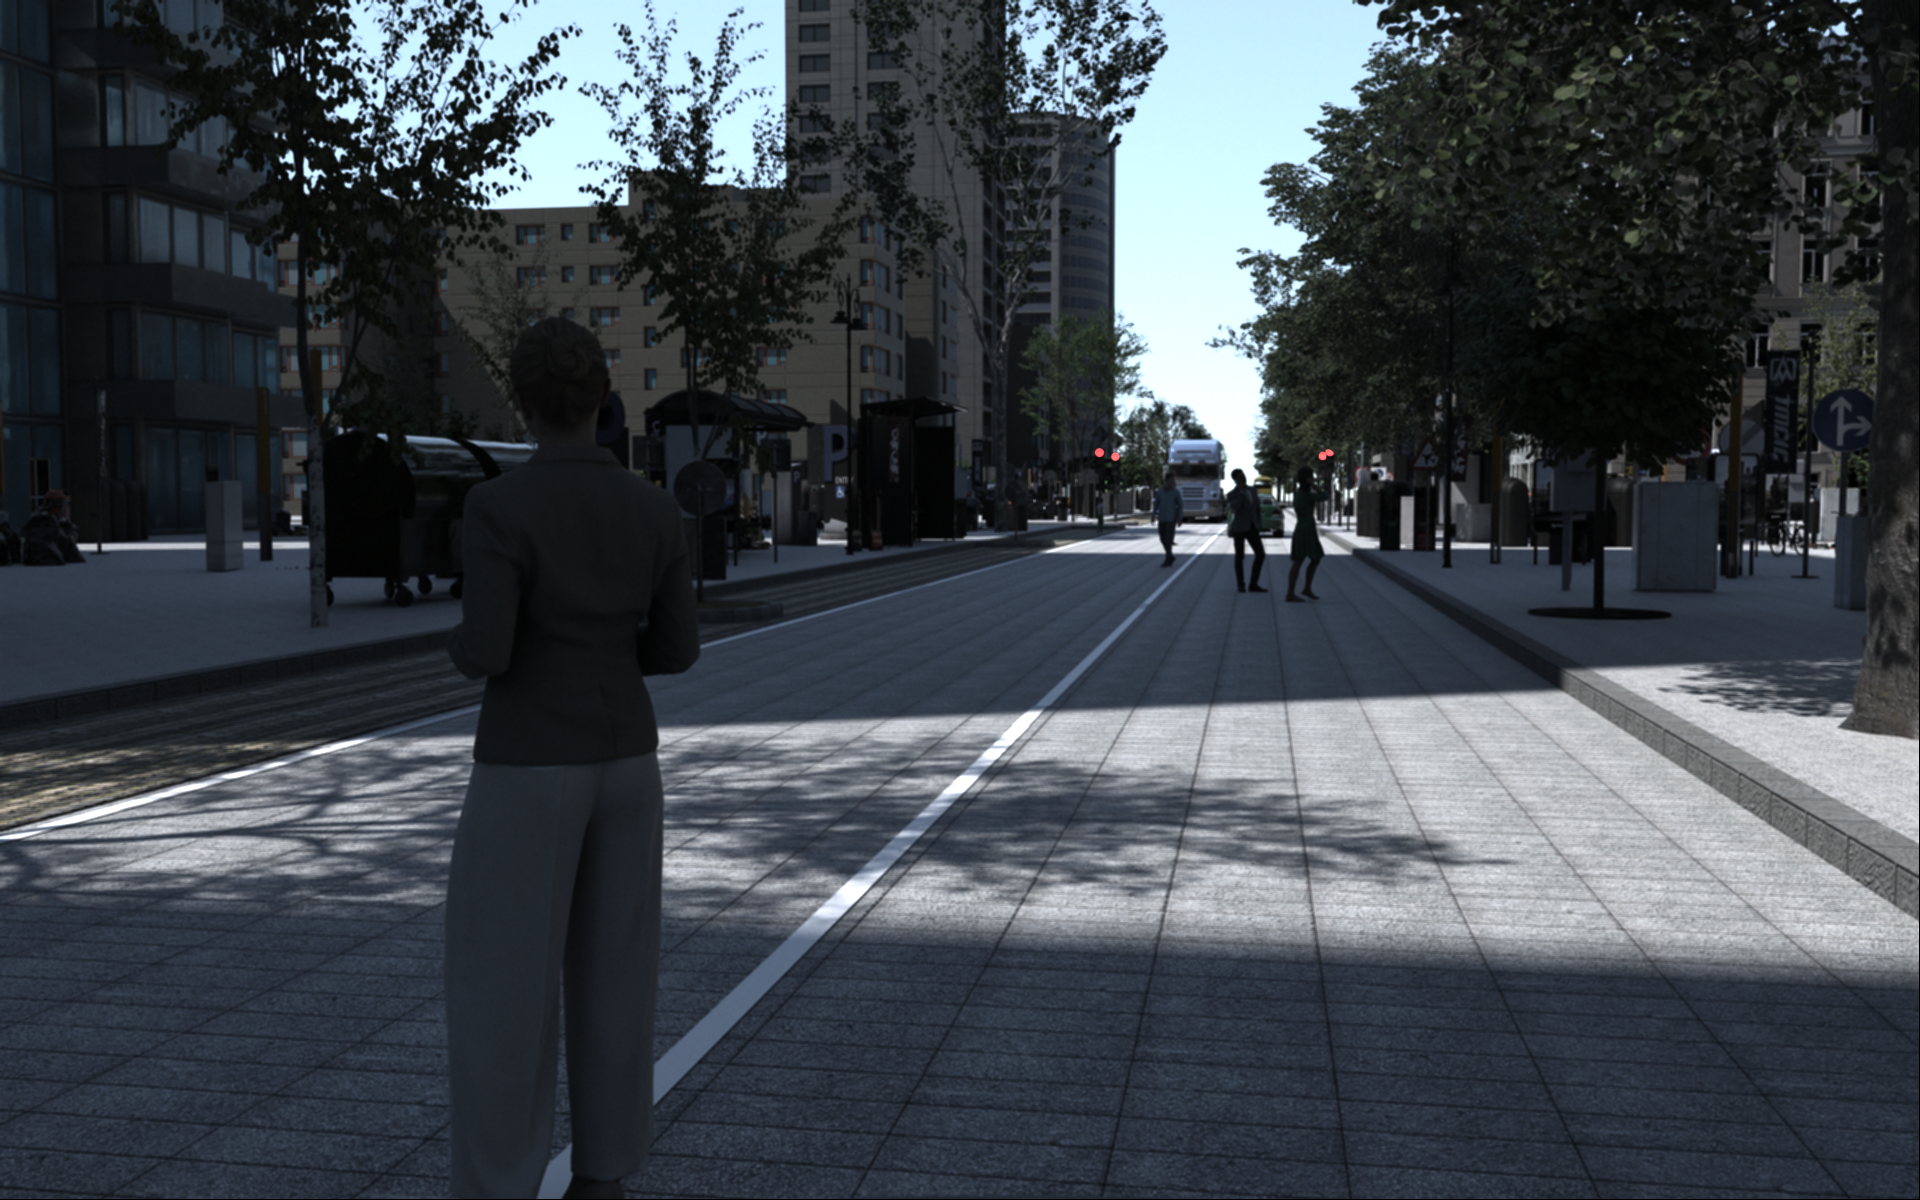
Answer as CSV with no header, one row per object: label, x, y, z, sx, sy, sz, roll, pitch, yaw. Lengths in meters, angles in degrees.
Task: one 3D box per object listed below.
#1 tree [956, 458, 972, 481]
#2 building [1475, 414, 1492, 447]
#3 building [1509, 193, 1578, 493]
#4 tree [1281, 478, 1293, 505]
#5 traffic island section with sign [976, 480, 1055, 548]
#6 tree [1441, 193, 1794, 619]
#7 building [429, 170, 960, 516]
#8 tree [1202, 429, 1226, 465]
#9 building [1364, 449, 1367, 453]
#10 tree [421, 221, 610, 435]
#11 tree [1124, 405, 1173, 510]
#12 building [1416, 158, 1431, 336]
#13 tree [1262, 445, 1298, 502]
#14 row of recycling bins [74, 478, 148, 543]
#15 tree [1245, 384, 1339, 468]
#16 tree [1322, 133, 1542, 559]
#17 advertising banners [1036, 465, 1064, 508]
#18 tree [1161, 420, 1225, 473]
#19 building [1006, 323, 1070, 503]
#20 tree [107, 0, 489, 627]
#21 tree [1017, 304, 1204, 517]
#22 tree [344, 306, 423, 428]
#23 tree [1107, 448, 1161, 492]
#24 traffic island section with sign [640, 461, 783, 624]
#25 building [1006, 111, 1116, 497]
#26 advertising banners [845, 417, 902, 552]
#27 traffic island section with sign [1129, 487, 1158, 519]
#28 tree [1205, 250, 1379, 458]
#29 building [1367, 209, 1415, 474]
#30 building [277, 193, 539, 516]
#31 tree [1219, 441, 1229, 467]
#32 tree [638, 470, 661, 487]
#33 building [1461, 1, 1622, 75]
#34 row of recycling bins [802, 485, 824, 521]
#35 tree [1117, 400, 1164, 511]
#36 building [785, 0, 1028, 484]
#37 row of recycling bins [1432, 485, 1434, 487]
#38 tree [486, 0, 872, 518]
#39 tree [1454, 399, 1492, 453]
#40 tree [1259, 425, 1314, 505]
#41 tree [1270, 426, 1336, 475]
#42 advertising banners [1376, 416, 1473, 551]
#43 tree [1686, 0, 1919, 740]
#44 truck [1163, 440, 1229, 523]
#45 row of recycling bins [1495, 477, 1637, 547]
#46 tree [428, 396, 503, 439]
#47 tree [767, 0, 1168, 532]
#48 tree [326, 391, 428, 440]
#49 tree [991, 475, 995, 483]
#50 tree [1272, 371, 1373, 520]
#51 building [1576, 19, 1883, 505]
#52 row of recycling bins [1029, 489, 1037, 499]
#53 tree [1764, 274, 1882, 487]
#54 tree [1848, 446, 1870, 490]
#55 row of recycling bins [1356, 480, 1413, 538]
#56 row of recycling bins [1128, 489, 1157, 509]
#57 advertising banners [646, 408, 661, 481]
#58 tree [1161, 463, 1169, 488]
tree,0.336,-10.426,154.173,4.285,4.588,4.351,0,3,0
building,50.036,-16.632,139.380,16.820,18.784,16.811,1,4,10
building,43.310,-16.087,117.771,10.420,20.320,16.860,1,4,10
tree,48.695,-16.041,256.868,1.663,3.219,1.824,0,3,0
traffic island section with sign,1.537,-2.352,47.084,1.989,1.847,2.006,1,4,10
tree,6.870,-2.112,18.251,4.285,4.588,4.351,0,3,0
building,-16.095,-16.684,117.820,27.650,21.520,28.899,1,4,10
tree,42.042,-23.247,298.206,7.486,12.596,7.792,0,3,0
building,76.121,-32.186,297.940,14.160,30.474,14.107,1,4,10
tree,-11.854,-5.921,47.179,4.360,8.622,3.978,0,3,0
tree,15.657,-11.723,142.027,4.737,8.622,4.395,0,3,0
building,62.311,-32.958,193.483,22.147,44.769,28.867,1,4,10
tree,51.930,-21.466,276.727,9.928,11.665,9.643,0,3,0
row of recycling bins,-22.792,-2.418,46.653,1.069,1.692,3.534,0,4,-6
tree,31.314,-15.168,158.360,12.009,13.543,11.850,0,3,0
tree,9.445,-5.129,34.223,4.360,8.622,3.978,0,3,0
advertising banners,5.478,-6.694,105.640,2.074,3.025,0.090,3,5,40
tree,27.731,-16.913,210.933,8.767,10.594,7.601,-2,4,-26
building,-3.104,-21.280,192.969,27.650,21.520,28.899,1,4,10
tree,-5.960,-4.046,16.518,4.737,8.622,4.395,0,3,0
tree,6.949,-10.420,96.121,9.928,11.665,9.643,0,3,0
tree,-21.663,-7.140,67.103,4.360,8.622,3.978,0,3,0
tree,11.717,-8.478,122.329,4.285,4.588,4.351,0,3,0
traffic island section with sign,-3.127,-0.692,19.947,1.989,1.847,2.006,1,4,10
building,12.202,-44.333,266.840,21.231,58.520,28.212,1,4,10
advertising banners,-1.930,-2.630,39.188,0.090,3.025,2.074,2,4,35
traffic island section with sign,10.943,-5.684,101.560,1.989,1.847,2.006,1,4,10
tree,25.758,-17.059,134.809,12.611,20.169,13.585,0,3,0
building,77.248,-40.040,278.359,21.300,48.544,21.600,1,4,10
building,-47.998,-16.633,116.992,28.899,21.520,27.650,1,4,10
tree,22.437,-15.867,185.184,9.928,11.665,9.643,0,3,0
tree,-16.965,-6.025,93.115,1.663,3.219,1.824,0,3,0
building,51.777,-31.064,158.012,14.600,45.320,14.200,1,4,10
row of recycling bins,-7.656,-4.635,82.890,3.534,1.692,1.069,3,5,44
tree,13.484,-11.169,132.976,4.360,8.622,3.978,0,3,0
building,-4.151,-44.539,166.461,20.563,71.187,20.611,1,4,10
row of recycling bins,17.586,-3.660,66.961,3.534,1.692,1.069,0,4,1
tree,-3.809,-4.658,26.525,4.737,8.622,4.395,0,3,0
tree,29.118,-8.816,94.507,4.737,8.622,4.395,0,3,0
tree,37.396,-16.914,194.664,7.486,12.596,7.792,0,3,0
tree,35.267,-14.793,176.275,7.601,10.594,8.767,-2,4,-34
advertising banners,10.445,-2.618,38.986,2.074,3.025,0.090,1,4,15
tree,5.250,-6.251,8.860,9.857,13.997,8.962,0,3,0
truck,12.729,-6.215,91.372,2.967,4.110,18.799,1,4,10
row of recycling bins,14.753,-2.139,42.090,3.534,1.692,1.069,0,4,1
tree,-10.014,-2.431,34.344,1.663,3.219,1.824,0,3,0
tree,0.336,-12.419,58.946,12.611,20.169,13.585,0,3,0
tree,-17.405,-4.151,51.590,4.285,4.588,4.351,0,3,0
tree,3.030,-9.507,150.039,1.663,3.219,1.824,0,3,0
tree,19.847,-8.786,94.007,4.737,8.622,4.395,0,3,0
building,46.400,-18.028,92.023,25.104,27.353,12.463,1,4,10
row of recycling bins,5.911,-7.866,135.716,3.534,1.692,1.069,-2,4,-27
tree,28.548,-6.476,56.252,4.737,8.622,4.395,0,3,0
tree,23.048,-2.985,43.413,1.663,3.219,1.824,0,3,0
row of recycling bins,12.512,-2.691,51.106,1.069,1.692,3.534,0,4,-3
row of recycling bins,15.306,-8.454,145.338,1.069,1.692,3.534,3,5,43
advertising banners,-6.791,-2.364,34.840,2.074,3.025,0.090,-2,4,-31
tree,17.876,-10.704,158.726,4.285,4.588,4.351,0,3,0
